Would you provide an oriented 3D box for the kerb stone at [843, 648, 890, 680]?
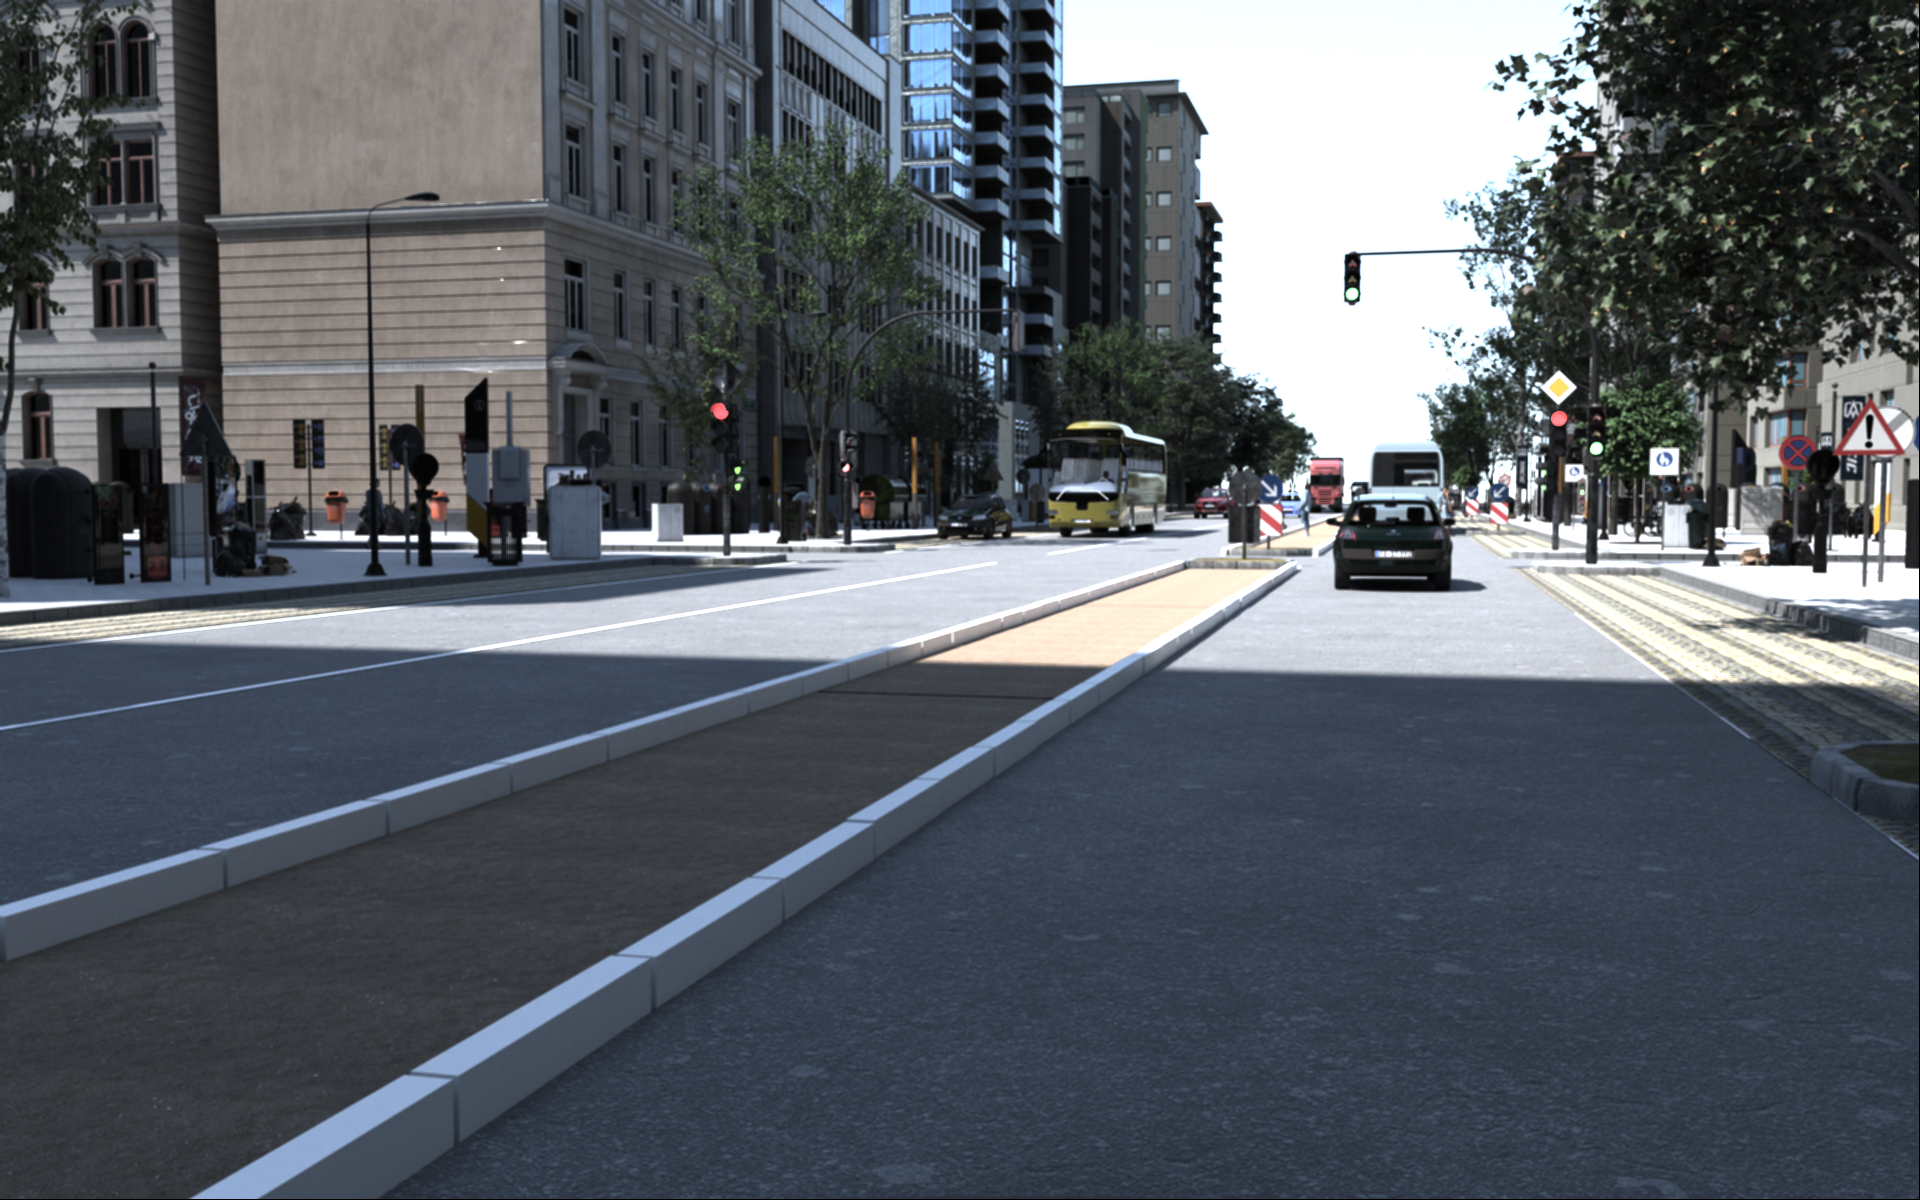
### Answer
[{"bbox_3d":[-0.779,0.520,13.710,0.120,0.150,1.000,1,4,14],"label":"kerb stone"}]

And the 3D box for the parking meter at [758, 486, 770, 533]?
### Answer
[{"bbox_3d":[-6.524,-3.012,57.663,0.372,1.533,0.369,0,3,0],"label":"parking meter"}]

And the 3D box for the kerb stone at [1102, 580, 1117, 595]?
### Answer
[{"bbox_3d":[2.055,-0.150,24.650,0.120,0.150,1.000,1,4,14],"label":"kerb stone"}]

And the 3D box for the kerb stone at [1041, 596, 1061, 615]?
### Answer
[{"bbox_3d":[1.023,0.093,20.676,0.120,0.150,1.000,1,4,14],"label":"kerb stone"}]

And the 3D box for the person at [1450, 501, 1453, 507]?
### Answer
[{"bbox_3d":[26.484,-4.919,93.601,0.352,1.250,0.332,1,4,17],"label":"person"}]

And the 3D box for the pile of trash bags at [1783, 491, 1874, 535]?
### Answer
[{"bbox_3d":[27.253,-2.772,55.080,3.447,1.369,1.912,-1,4,-14],"label":"pile of trash bags"}]

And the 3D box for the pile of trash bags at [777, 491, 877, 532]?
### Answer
[{"bbox_3d":[-4.568,-3.031,59.316,3.447,1.369,1.912,0,4,-1],"label":"pile of trash bags"}]

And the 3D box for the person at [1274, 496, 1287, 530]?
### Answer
[{"bbox_3d":[12.573,-3.633,68.244,0.624,1.780,0.694,2,4,28],"label":"person"}]

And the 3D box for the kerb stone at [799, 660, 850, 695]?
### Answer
[{"bbox_3d":[-1.038,0.582,12.719,0.120,0.150,1.000,1,4,14],"label":"kerb stone"}]

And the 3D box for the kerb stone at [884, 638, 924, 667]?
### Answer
[{"bbox_3d":[-0.520,0.458,14.699,0.120,0.150,1.000,1,4,14],"label":"kerb stone"}]

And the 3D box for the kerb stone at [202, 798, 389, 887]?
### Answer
[{"bbox_3d":[-2.580,0.944,6.759,0.120,0.150,1.000,1,4,14],"label":"kerb stone"}]

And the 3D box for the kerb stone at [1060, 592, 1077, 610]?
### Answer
[{"bbox_3d":[1.286,0.035,21.666,0.120,0.150,1.000,1,4,14],"label":"kerb stone"}]

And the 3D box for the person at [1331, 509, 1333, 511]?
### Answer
[{"bbox_3d":[31.489,-8.416,146.042,1.348,1.831,0.705,0,4,4],"label":"person"}]

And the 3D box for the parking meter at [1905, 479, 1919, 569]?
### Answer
[{"bbox_3d":[16.447,-1.303,29.721,0.372,1.533,0.369,0,3,0],"label":"parking meter"}]

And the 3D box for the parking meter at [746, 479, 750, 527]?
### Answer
[{"bbox_3d":[-8.342,-3.753,67.076,0.399,1.863,0.255,2,4,33],"label":"parking meter"}]

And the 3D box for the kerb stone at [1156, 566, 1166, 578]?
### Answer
[{"bbox_3d":[3.355,-0.454,29.624,0.120,0.150,1.000,1,4,14],"label":"kerb stone"}]

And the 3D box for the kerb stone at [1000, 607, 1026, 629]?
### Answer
[{"bbox_3d":[0.517,0.214,18.694,0.120,0.150,1.000,1,4,14],"label":"kerb stone"}]

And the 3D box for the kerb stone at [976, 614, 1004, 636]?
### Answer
[{"bbox_3d":[0.254,0.277,17.702,0.120,0.150,1.000,1,4,14],"label":"kerb stone"}]

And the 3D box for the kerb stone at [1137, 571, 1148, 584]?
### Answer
[{"bbox_3d":[2.834,-0.333,27.637,0.120,0.150,1.000,1,4,14],"label":"kerb stone"}]

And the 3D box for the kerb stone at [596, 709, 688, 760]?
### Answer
[{"bbox_3d":[-1.803,0.762,9.739,0.120,0.150,1.000,1,4,14],"label":"kerb stone"}]

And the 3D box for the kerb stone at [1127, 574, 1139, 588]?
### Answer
[{"bbox_3d":[2.577,-0.272,26.647,0.120,0.150,1.000,1,4,14],"label":"kerb stone"}]

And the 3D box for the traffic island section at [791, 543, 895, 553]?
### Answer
[{"bbox_3d":[-2.857,-1.312,43.735,2.009,0.180,2.903,1,4,14],"label":"traffic island section"}]

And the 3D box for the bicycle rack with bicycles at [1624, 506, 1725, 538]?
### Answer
[{"bbox_3d":[21.118,-2.314,51.221,2.925,0.926,2.852,0,4,1],"label":"bicycle rack with bicycles"}]

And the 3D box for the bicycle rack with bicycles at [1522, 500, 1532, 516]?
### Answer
[{"bbox_3d":[33.444,-5.492,103.182,2.852,0.926,2.925,0,4,2],"label":"bicycle rack with bicycles"}]

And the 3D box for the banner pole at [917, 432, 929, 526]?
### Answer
[{"bbox_3d":[-1.586,-4.900,70.124,0.401,3.779,0.863,-3,4,-36],"label":"banner pole"}]

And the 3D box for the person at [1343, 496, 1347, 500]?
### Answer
[{"bbox_3d":[31.074,-8.165,141.937,1.348,1.831,0.705,0,4,4],"label":"person"}]

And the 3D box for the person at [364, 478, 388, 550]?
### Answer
[{"bbox_3d":[-14.624,-2.120,43.188,0.581,1.822,0.654,3,5,42],"label":"person"}]

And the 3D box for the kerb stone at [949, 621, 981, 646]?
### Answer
[{"bbox_3d":[0.004,0.336,16.703,0.120,0.150,1.000,1,4,14],"label":"kerb stone"}]

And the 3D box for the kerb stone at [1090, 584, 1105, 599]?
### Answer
[{"bbox_3d":[1.802,-0.085,23.660,0.120,0.150,1.000,1,4,14],"label":"kerb stone"}]

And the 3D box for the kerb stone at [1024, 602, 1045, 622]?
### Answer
[{"bbox_3d":[0.777,0.159,19.684,0.120,0.150,1.000,1,4,14],"label":"kerb stone"}]

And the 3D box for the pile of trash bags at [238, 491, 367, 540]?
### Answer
[{"bbox_3d":[-18.857,-2.383,48.710,3.447,1.369,1.912,0,4,7],"label":"pile of trash bags"}]

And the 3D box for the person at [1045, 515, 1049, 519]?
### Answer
[{"bbox_3d":[3.990,-3.517,71.494,0.738,1.151,1.012,-1,4,-19],"label":"person"}]

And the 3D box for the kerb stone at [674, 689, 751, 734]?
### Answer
[{"bbox_3d":[-1.553,0.701,10.731,0.120,0.150,1.000,1,4,14],"label":"kerb stone"}]

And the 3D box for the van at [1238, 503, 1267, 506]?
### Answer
[{"bbox_3d":[20.489,-6.988,121.260,2.013,2.044,4.112,1,4,16],"label":"van"}]

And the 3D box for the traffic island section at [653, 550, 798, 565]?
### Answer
[{"bbox_3d":[-4.860,-0.839,36.004,2.009,0.180,2.903,1,4,14],"label":"traffic island section"}]

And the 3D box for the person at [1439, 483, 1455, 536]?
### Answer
[{"bbox_3d":[16.378,-3.048,58.429,0.778,1.811,0.616,0,4,-7],"label":"person"}]

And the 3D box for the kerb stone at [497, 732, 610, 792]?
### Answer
[{"bbox_3d":[-2.063,0.822,8.750,0.120,0.150,1.000,1,4,14],"label":"kerb stone"}]

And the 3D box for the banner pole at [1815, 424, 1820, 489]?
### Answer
[{"bbox_3d":[30.871,-4.405,62.037,0.401,3.779,0.863,-2,4,-28],"label":"banner pole"}]

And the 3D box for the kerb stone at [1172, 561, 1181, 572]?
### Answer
[{"bbox_3d":[3.860,-0.576,31.611,0.120,0.150,1.000,1,4,14],"label":"kerb stone"}]

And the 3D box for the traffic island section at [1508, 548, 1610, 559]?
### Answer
[{"bbox_3d":[13.592,-1.052,39.483,2.009,0.180,2.903,1,4,14],"label":"traffic island section"}]

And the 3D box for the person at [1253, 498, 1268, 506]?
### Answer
[{"bbox_3d":[12.809,-3.969,73.746,0.623,1.781,0.721,-2,4,-25],"label":"person"}]

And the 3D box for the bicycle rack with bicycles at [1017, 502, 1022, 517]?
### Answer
[{"bbox_3d":[3.501,-5.212,98.593,2.852,0.926,2.925,3,5,41],"label":"bicycle rack with bicycles"}]

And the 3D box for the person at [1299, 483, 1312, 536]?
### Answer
[{"bbox_3d":[11.714,-3.046,58.566,0.793,1.790,0.793,0,4,0],"label":"person"}]

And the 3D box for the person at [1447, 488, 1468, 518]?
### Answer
[{"bbox_3d":[29.793,-5.836,104.134,1.509,1.804,0.699,1,4,9],"label":"person"}]

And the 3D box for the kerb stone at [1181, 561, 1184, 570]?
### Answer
[{"bbox_3d":[4.116,-0.637,32.603,0.120,0.150,1.000,1,4,14],"label":"kerb stone"}]

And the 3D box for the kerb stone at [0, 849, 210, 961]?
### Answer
[{"bbox_3d":[-2.836,1.007,5.769,0.120,0.150,1.000,1,4,14],"label":"kerb stone"}]

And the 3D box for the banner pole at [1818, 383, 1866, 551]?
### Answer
[{"bbox_3d":[19.862,-2.991,38.914,0.863,3.779,0.401,1,4,19],"label":"banner pole"}]

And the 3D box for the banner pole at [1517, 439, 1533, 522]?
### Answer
[{"bbox_3d":[25.763,-5.434,78.864,0.863,3.779,0.401,1,4,14],"label":"banner pole"}]

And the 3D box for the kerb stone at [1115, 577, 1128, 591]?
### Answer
[{"bbox_3d":[2.315,-0.211,25.647,0.120,0.150,1.000,1,4,14],"label":"kerb stone"}]

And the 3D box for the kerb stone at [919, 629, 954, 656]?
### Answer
[{"bbox_3d":[-0.259,0.399,15.692,0.120,0.150,1.000,1,4,14],"label":"kerb stone"}]

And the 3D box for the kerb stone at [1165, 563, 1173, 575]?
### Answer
[{"bbox_3d":[3.603,-0.511,30.617,0.120,0.150,1.000,1,4,14],"label":"kerb stone"}]

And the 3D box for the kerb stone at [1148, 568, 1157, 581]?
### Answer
[{"bbox_3d":[3.090,-0.391,28.627,0.120,0.150,1.000,1,4,14],"label":"kerb stone"}]

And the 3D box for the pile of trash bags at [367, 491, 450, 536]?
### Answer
[{"bbox_3d":[-17.149,-2.691,53.752,3.447,1.369,1.912,2,4,30],"label":"pile of trash bags"}]

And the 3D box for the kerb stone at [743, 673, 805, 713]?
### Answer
[{"bbox_3d":[-1.295,0.640,11.727,0.120,0.150,1.000,1,4,14],"label":"kerb stone"}]

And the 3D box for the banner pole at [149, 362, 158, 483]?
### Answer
[{"bbox_3d":[-15.406,-2.636,33.122,0.401,3.779,0.863,-2,4,-28],"label":"banner pole"}]

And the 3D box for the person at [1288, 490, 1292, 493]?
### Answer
[{"bbox_3d":[22.460,-6.685,118.618,0.721,1.723,1.217,2,4,25],"label":"person"}]

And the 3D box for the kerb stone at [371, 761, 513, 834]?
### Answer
[{"bbox_3d":[-2.318,0.883,7.752,0.120,0.150,1.000,1,4,14],"label":"kerb stone"}]

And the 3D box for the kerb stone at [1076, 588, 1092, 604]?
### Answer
[{"bbox_3d":[1.541,-0.022,22.662,0.120,0.150,1.000,1,4,14],"label":"kerb stone"}]

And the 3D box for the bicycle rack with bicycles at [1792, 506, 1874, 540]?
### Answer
[{"bbox_3d":[25.328,-2.246,50.106,2.852,0.926,2.925,3,5,39],"label":"bicycle rack with bicycles"}]

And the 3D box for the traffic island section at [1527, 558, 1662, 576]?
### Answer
[{"bbox_3d":[11.588,-0.579,31.753,2.009,0.180,2.903,1,4,14],"label":"traffic island section"}]
